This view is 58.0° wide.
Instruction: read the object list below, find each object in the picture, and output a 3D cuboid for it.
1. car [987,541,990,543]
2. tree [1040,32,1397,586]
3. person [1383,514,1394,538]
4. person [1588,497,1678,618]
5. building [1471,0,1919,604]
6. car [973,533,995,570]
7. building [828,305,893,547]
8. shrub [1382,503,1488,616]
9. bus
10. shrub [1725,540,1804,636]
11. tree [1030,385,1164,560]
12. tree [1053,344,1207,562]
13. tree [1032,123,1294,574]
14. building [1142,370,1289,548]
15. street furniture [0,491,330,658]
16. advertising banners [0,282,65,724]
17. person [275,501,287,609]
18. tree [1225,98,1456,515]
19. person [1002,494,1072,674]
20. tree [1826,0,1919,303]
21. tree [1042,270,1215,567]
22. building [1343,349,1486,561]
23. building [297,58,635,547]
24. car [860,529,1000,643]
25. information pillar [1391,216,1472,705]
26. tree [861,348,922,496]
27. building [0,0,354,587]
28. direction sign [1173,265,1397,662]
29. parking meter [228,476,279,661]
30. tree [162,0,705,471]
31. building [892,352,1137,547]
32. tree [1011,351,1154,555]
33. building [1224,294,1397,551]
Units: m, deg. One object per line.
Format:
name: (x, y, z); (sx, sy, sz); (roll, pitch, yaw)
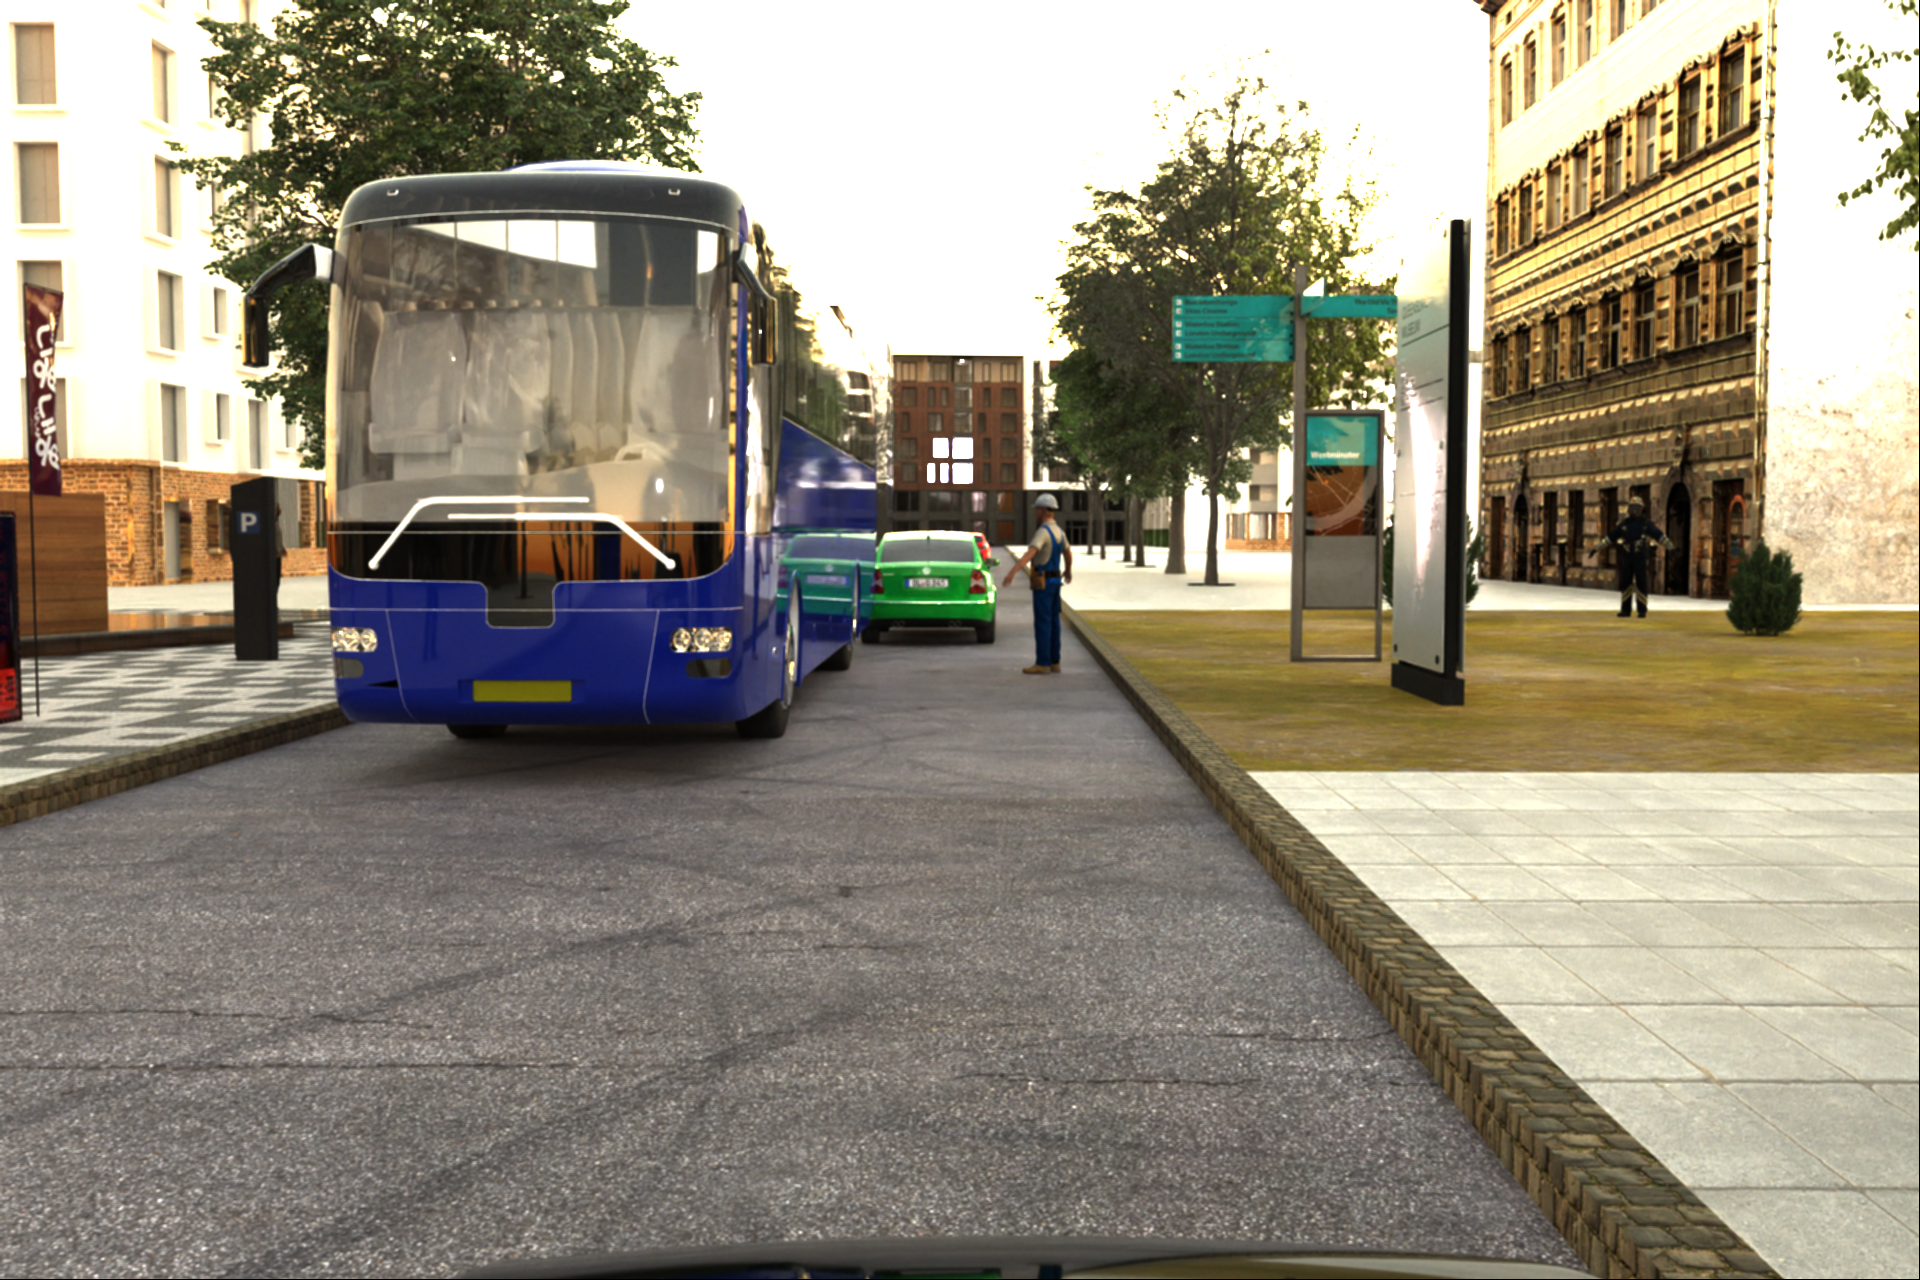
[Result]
car: (0.772, -5.760, 103.968); (2.009, 1.686, 4.222); (0, 4, 1)
tree: (6.366, -8.091, 42.651); (12.009, 13.543, 11.850); (0, 3, 0)
person: (9.927, -1.991, 39.278); (1.216, 1.740, 0.721); (-2, 4, -26)
person: (10.394, -1.279, 26.699); (1.354, 1.856, 0.705); (3, 5, 41)
building: (23.932, -12.771, 39.732); (19.493, 23.208, 18.063); (0, 4, 1)
car: (0.316, -3.681, 69.223); (2.155, 1.783, 4.494); (0, 4, 1)
building: (-21.244, -19.988, 170.775); (27.936, 21.610, 32.646); (0, 4, 0)
shrub: (7.060, -1.347, 26.064); (1.661, 2.075, 1.752); (0, 3, 0)
bus: (-2.368, -1.460, 15.418); (2.896, 3.916, 12.251); (0, 4, 1)
shrub: (10.156, -0.658, 21.872); (1.383, 1.207, 1.383); (0, 3, 0)
tree: (7.334, -9.357, 87.406); (8.767, 10.594, 7.601); (1, 4, 15)
tree: (7.788, -9.353, 78.680); (9.928, 11.665, 9.643); (0, 3, 0)
tree: (6.969, -9.109, 55.593); (9.857, 13.997, 8.962); (0, 3, 0)
building: (27.930, -18.812, 174.027); (16.747, 18.905, 31.486); (0, 4, 1)
street furniture: (-13.314, -0.796, 19.868); (9.812, 1.723, 11.010); (1, 4, 20)
advertising banners: (-6.492, -0.942, 11.588); (0.090, 3.025, 2.074); (0, 4, 1)
person: (-10.928, -1.315, 27.637); (0.705, 1.813, 1.348); (-1, 4, -15)
tree: (6.442, -4.898, 30.444); (4.737, 8.622, 4.395); (0, 3, 0)
person: (0.866, -0.584, 17.863); (0.705, 1.847, 1.347); (2, 4, 32)
tree: (10.330, -4.056, 16.674); (4.737, 8.622, 4.395); (0, 3, 0)
tree: (7.151, -8.645, 67.101); (9.928, 11.665, 9.643); (0, 3, 0)
building: (24.731, -8.368, 78.957); (9.099, 9.664, 28.070); (0, 4, 1)
building: (-23.879, -13.105, 80.732); (16.747, 18.905, 31.486); (0, 4, 2)
car: (-0.416, -0.935, 24.081); (1.959, 1.807, 4.718); (0, 4, 0)
information pillar: (3.705, -1.368, 13.675); (0.184, 3.620, 1.656); (0, 4, 1)
tree: (-7.780, -11.954, 105.818); (12.009, 13.543, 11.850); (0, 3, 0)
building: (-25.000, -11.454, 43.693); (16.016, 20.090, 11.380); (0, 4, 2)
direction sign: (3.378, -1.715, 16.796); (2.525, 3.948, 1.411); (0, 4, 1)
parking meter: (-7.166, -0.725, 17.565); (0.399, 1.863, 0.255); (0, 4, 1)
tree: (-9.320, -7.710, 32.718); (9.857, 13.997, 8.962); (0, 3, 0)
building: (4.001, -22.022, 206.498); (32.646, 21.610, 27.936); (0, 4, -5)
tree: (7.984, -11.893, 104.824); (12.009, 13.543, 11.850); (0, 3, 0)
building: (27.147, -17.559, 143.516); (16.016, 20.090, 11.380); (0, 4, 1)
